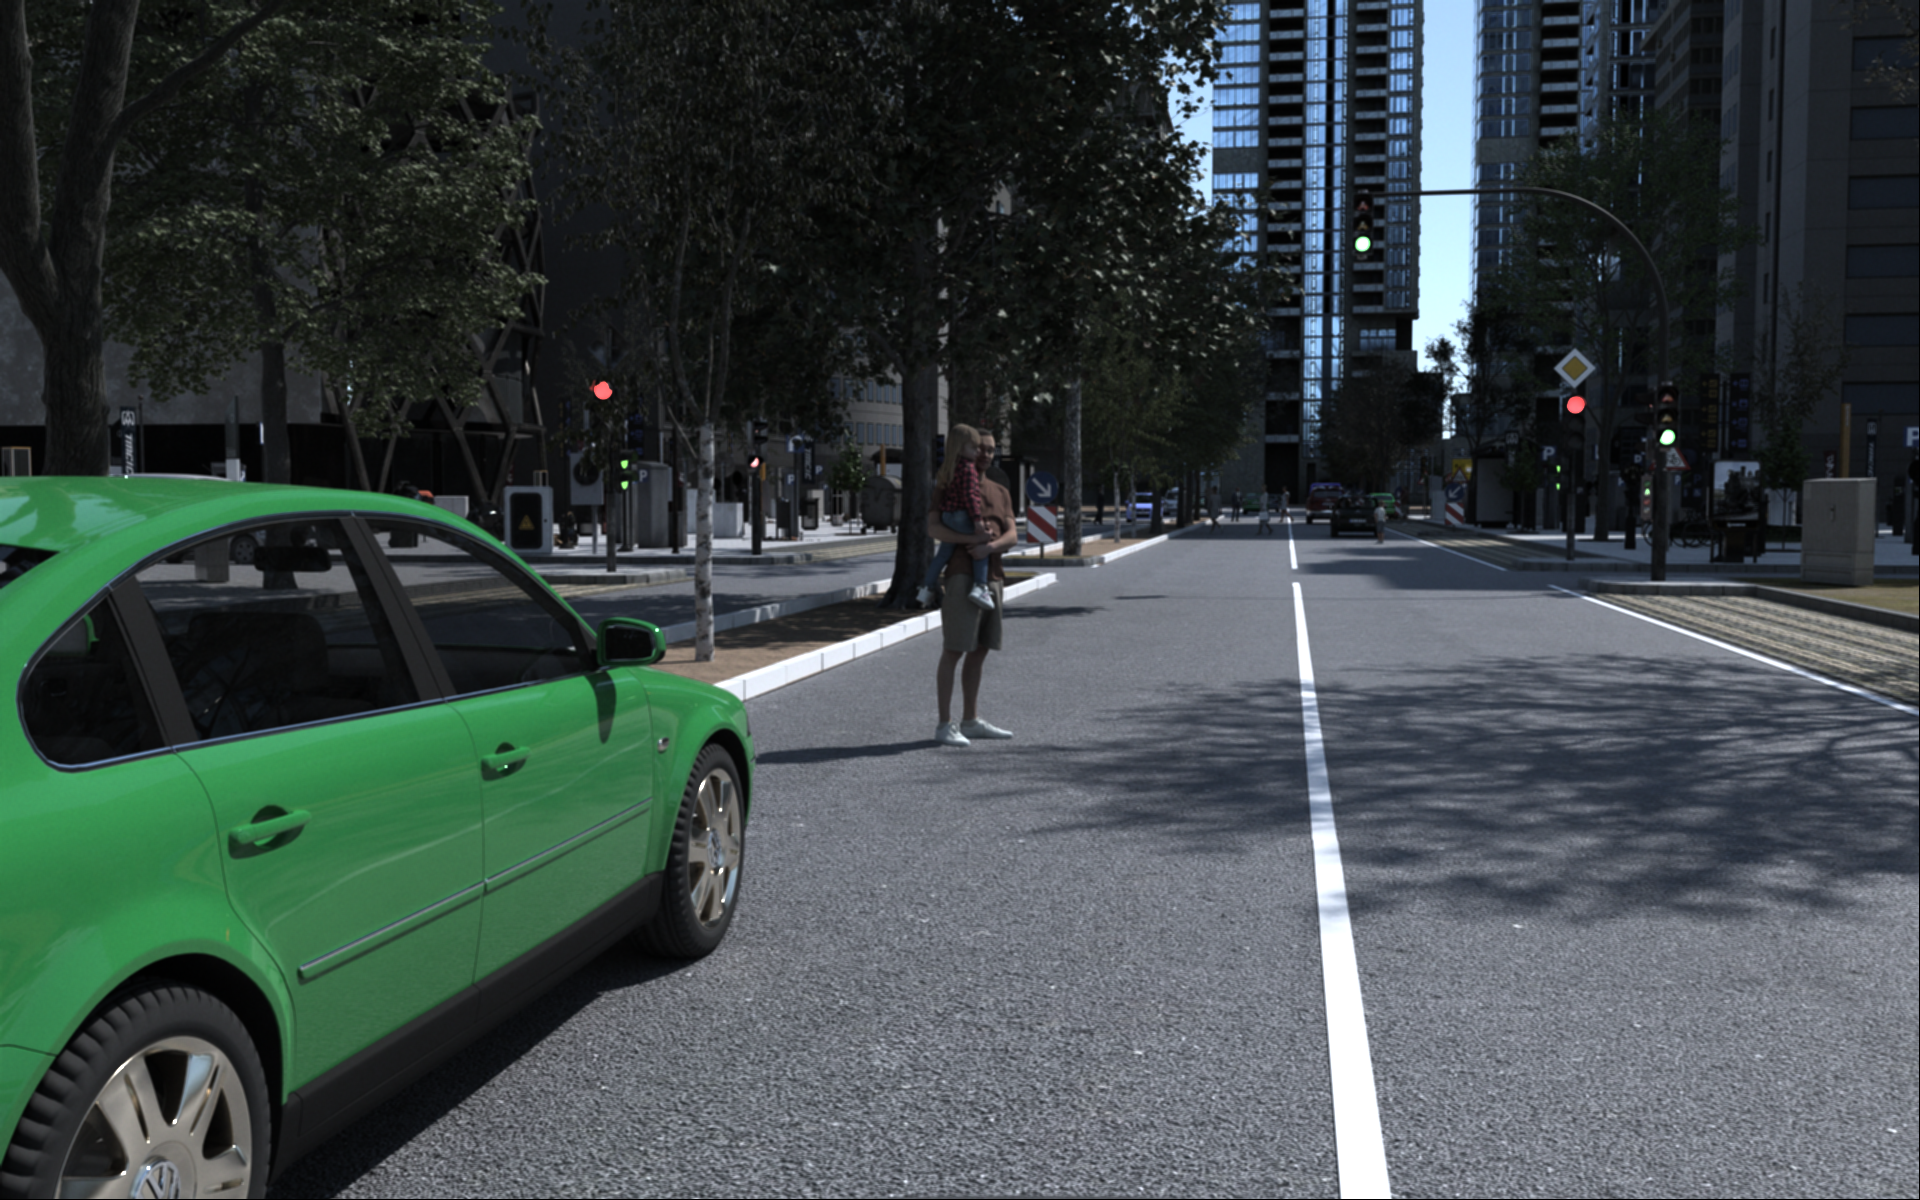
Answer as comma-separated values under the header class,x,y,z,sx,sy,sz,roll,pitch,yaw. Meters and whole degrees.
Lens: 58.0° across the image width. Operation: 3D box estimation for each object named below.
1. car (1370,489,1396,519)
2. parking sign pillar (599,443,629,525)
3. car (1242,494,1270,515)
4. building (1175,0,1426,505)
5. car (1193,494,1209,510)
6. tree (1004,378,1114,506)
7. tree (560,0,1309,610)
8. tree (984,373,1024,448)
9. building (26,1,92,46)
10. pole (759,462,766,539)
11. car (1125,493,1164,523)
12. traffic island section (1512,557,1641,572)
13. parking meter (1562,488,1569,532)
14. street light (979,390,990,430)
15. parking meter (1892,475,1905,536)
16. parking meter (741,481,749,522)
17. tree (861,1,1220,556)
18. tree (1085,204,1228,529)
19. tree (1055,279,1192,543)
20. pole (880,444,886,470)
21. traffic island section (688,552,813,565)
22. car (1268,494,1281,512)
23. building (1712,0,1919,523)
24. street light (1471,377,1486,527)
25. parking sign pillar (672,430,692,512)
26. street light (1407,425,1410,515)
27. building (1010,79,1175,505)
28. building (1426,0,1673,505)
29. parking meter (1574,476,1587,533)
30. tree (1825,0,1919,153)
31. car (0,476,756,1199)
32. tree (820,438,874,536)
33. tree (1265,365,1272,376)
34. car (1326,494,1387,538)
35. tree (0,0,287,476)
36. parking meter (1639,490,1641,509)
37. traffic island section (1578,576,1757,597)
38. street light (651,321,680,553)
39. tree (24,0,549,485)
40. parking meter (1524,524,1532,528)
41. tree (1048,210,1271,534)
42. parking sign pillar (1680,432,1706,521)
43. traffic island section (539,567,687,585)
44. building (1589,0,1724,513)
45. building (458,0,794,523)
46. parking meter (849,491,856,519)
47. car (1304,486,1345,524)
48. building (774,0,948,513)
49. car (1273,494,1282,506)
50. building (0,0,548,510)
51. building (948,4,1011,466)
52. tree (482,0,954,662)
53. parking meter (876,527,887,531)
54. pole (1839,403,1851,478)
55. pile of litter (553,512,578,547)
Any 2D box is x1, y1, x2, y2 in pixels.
class,x,y,z,sx,sy,sz,roll,pitch,yaw
car,23.923,-5.503,98.766,1.959,1.807,4.718,1,4,9
parking sign pillar,-14.452,-5.155,72.762,1.447,3.967,1.447,0,4,-4
car,20.739,-6.878,121.258,1.959,1.807,4.718,1,4,11
building,42.980,-55.034,212.476,31.000,86.520,22.319,1,4,11
car,21.814,-8.912,157.516,2.131,1.459,4.920,1,4,12
tree,6.018,-10.303,102.866,7.601,10.594,8.767,1,4,13
tree,-0.534,-6.242,21.520,9.611,12.733,9.660,0,3,0
tree,1.414,-8.206,84.537,4.360,8.622,3.978,0,3,0
building,-53.775,-16.155,68.653,34.151,26.468,19.350,1,4,11
pole,-5.671,-3.408,49.564,0.158,3.312,0.155,0,3,0
car,9.324,-4.760,87.413,1.945,1.707,3.694,1,4,9
traffic island section,11.807,-0.683,33.450,2.009,0.180,2.903,1,4,11
parking meter,20.362,-3.031,57.966,0.372,1.533,0.369,0,3,0
street light,1.127,-6.289,75.611,0.468,5.910,1.993,1,4,11
parking meter,28.810,-2.901,53.144,0.255,1.863,0.399,3,4,37
parking meter,-9.765,-4.461,78.649,0.399,1.863,0.255,0,4,7
tree,1.518,-11.102,39.856,12.611,20.169,13.585,0,3,0
tree,9.176,-9.709,71.576,12.009,13.543,11.850,0,3,0
tree,5.670,-6.315,56.073,4.737,8.622,4.395,0,3,0
pole,-3.151,-4.714,70.919,0.158,3.312,0.155,0,3,0
traffic island section,-4.301,-0.868,36.478,2.009,0.180,2.903,1,4,11
car,24.712,-7.761,138.890,2.014,1.417,4.499,1,4,9
building,50.203,-33.353,87.318,21.231,58.520,28.212,1,4,11
street light,20.371,-5.834,68.173,0.468,5.910,1.993,1,4,11
parking sign pillar,-11.764,-5.189,73.311,1.447,3.967,1.447,1,4,10
street light,27.579,-8.177,106.483,0.468,5.910,1.993,1,4,11
building,14.832,-38.705,222.063,27.495,52.752,28.713,1,4,11
building,73.360,-54.656,206.301,31.000,86.520,22.319,1,4,11
parking meter,20.297,-3.117,56.672,0.399,1.863,0.255,1,4,23
tree,10.382,-6.268,12.860,12.009,13.543,11.850,0,3,0
car,-1.863,0.284,4.158,1.959,1.807,4.718,1,4,11
tree,-3.322,-3.631,53.963,1.663,3.219,1.824,0,3,0
tree,12.720,-10.014,91.933,9.928,11.665,9.643,0,3,0
car,13.361,-2.968,58.319,2.009,1.686,4.222,1,4,12
tree,-3.716,-4.815,6.940,9.928,11.665,9.643,0,3,0
parking meter,40.890,-5.831,103.750,0.372,1.533,0.369,0,3,0
traffic island section,10.329,-0.203,25.603,2.009,0.180,2.903,1,4,11
street light,-6.156,-3.947,37.315,0.468,5.910,1.993,1,4,11
tree,-9.655,-6.419,23.081,7.486,12.596,7.792,0,3,0
parking meter,21.490,-3.659,65.533,0.255,1.863,0.399,-1,4,-14
tree,6.982,-8.650,62.015,7.486,12.596,7.792,0,3,0
parking sign pillar,31.582,-5.285,74.889,1.447,3.967,1.447,0,4,-4
traffic island section,-5.779,-0.388,28.631,2.009,0.180,2.903,1,4,11
building,61.862,-26.153,119.483,32.217,40.220,23.993,1,4,11
building,-18.192,-17.996,87.734,14.314,27.812,24.014,1,4,11
parking meter,-5.474,-4.892,88.399,0.372,1.533,0.369,0,3,0
car,17.806,-4.602,83.908,2.281,1.827,5.304,1,4,11
building,-13.887,-35.841,127.999,21.231,58.520,28.212,1,4,11
car,32.480,-10.182,178.276,2.131,1.459,4.920,1,4,12
building,-23.991,-11.902,62.045,16.820,18.784,16.811,1,4,11
building,-7.186,-33.131,165.400,21.600,48.544,21.300,1,4,11
tree,-2.149,-3.788,14.751,4.360,8.622,3.978,0,3,0
parking meter,-2.751,-3.348,60.449,0.399,1.863,0.255,2,4,32
pole,19.882,-2.759,38.953,0.158,3.312,0.155,0,3,0
pile of litter,-10.007,-1.776,43.003,1.176,0.858,1.719,0,4,4
